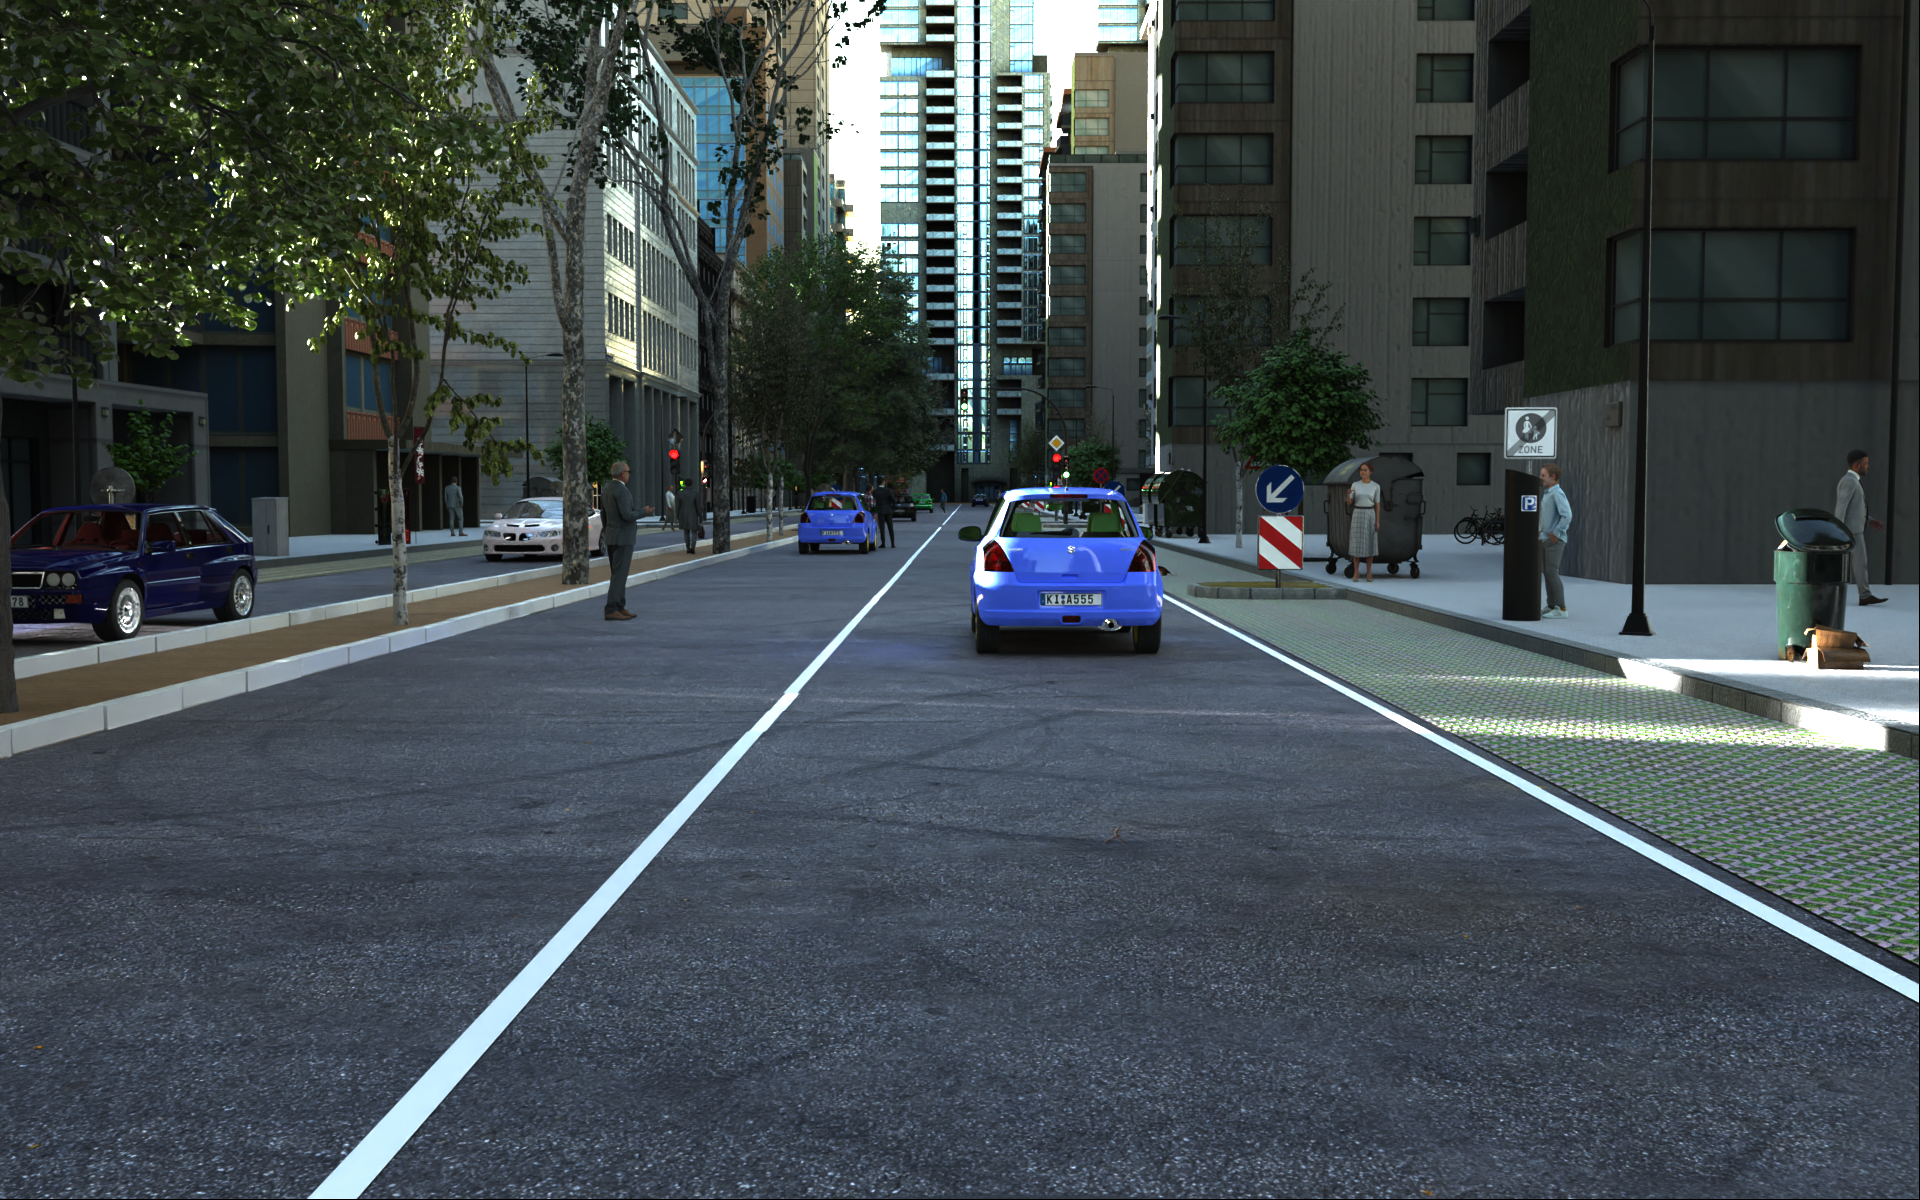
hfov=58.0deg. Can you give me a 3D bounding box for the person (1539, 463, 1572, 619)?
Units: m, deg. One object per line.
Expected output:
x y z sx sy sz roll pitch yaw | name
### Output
6.170 -0.625 18.074 0.330 1.601 0.589 1 4 10 | person

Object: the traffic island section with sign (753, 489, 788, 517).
-11.685 -6.010 106.899 1.989 1.847 2.006 0 4 0 | traffic island section with sign

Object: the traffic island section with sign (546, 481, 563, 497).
-12.009 -2.614 51.359 1.989 1.847 2.006 0 4 0 | traffic island section with sign

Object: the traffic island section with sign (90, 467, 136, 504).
-12.192 -0.965 24.405 1.989 1.847 2.006 0 4 0 | traffic island section with sign

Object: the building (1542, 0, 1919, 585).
16.523 -15.828 30.488 14.160 30.474 14.107 0 4 0 | building

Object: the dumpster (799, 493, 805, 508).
-13.893 -9.229 156.651 1.264 1.857 1.865 0 4 0 | dumpster

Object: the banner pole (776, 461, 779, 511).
-13.888 -8.721 132.603 0.401 3.779 0.863 0 4 4 | banner pole

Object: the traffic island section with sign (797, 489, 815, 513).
-11.516 -7.659 133.853 1.989 1.847 2.006 0 4 0 | traffic island section with sign

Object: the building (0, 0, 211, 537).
-28.496 -36.538 35.653 20.563 71.187 20.611 0 4 0 | building

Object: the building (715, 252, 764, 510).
-23.522 -18.429 143.111 13.314 21.916 24.055 0 4 0 | building

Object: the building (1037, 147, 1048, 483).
20.845 -34.295 215.341 22.147 44.769 28.867 0 4 0 | building

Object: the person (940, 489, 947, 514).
-1.146 -6.930 122.146 0.444 1.785 0.601 -1 4 -22 | person

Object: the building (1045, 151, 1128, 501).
14.348 -23.139 150.019 14.160 30.474 14.107 0 4 0 | building

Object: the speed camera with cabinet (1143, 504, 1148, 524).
8.918 -4.898 74.420 2.038 3.252 0.660 0 4 -5 | speed camera with cabinet

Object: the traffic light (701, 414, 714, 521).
-10.022 -6.576 82.185 4.771 5.953 1.251 0 4 0 | traffic light

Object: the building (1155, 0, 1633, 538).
13.772 -17.689 60.913 14.160 30.474 14.107 0 4 0 | building

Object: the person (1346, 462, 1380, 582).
5.880 -1.142 25.278 0.480 1.755 0.524 1 4 13 | person

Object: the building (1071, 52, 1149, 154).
17.415 -29.400 164.285 14.154 41.232 14.086 0 4 0 | building

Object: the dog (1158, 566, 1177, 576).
3.384 -0.614 30.232 0.748 0.427 0.550 3 5 44 | dog

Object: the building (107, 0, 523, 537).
-31.912 -24.624 57.222 28.867 44.769 22.147 0 4 0 | building

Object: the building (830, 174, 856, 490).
-30.530 -38.877 255.247 30.456 49.044 23.786 0 4 0 | building

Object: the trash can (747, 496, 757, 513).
-14.094 -6.443 116.994 0.748 1.137 0.748 0 3 0 | trash can

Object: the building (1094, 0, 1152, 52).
31.257 -57.476 252.398 31.000 86.520 22.319 0 4 0 | building

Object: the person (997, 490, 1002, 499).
3.510 -8.916 154.557 0.520 1.790 0.573 2 4 29 | person

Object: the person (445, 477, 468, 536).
-15.411 -2.857 52.853 0.635 1.810 0.391 0 4 6 | person

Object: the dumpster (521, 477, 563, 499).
-14.254 -3.285 59.475 1.264 1.857 1.865 0 4 0 | dumpster

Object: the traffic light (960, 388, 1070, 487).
2.406 -6.073 73.964 4.771 5.953 1.251 0 4 0 | traffic light

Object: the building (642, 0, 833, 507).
-27.367 -47.759 219.105 20.611 71.187 20.563 0 4 0 | building

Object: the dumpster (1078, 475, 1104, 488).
6.670 -5.205 87.588 1.502 2.255 1.985 0 4 0 | dumpster

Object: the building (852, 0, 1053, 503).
0.261 -57.520 253.126 31.000 86.520 22.319 0 4 0 | building

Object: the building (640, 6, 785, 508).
-24.344 -31.426 163.929 14.600 45.320 14.200 0 4 0 | building

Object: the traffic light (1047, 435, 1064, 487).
4.547 -5.698 82.077 0.839 4.253 0.868 0 4 0 | traffic light

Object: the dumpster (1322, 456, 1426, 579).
6.445 -1.297 26.957 1.264 1.857 1.865 0 4 0 | dumpster

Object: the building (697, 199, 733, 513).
-23.462 -17.941 123.018 12.332 23.373 15.834 0 4 0 | building

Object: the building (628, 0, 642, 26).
-26.950 -45.399 180.529 20.563 71.187 20.611 0 4 0 | building

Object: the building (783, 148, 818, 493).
-23.845 -31.517 198.901 14.154 41.232 14.086 0 4 0 | building

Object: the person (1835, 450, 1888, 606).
10.251 -0.836 19.981 0.850 1.792 0.678 2 4 24 | person

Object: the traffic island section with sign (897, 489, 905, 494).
-5.380 -9.108 157.052 2.006 1.907 1.989 0 4 0 | traffic island section with sign

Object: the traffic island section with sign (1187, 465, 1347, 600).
4.245 -0.959 24.314 1.989 1.847 2.006 0 4 0 | traffic island section with sign

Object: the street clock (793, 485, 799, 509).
-13.793 -8.653 146.045 0.358 2.002 0.471 3 5 45 | street clock

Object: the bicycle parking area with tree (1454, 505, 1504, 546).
16.875 -3.577 45.493 9.016 4.147 8.231 2 4 32 | bicycle parking area with tree

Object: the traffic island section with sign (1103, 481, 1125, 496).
4.407 -2.620 51.469 1.989 1.847 2.006 0 4 0 | traffic island section with sign

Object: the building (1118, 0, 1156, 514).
25.673 -26.068 118.086 32.217 40.220 23.993 0 4 0 | building

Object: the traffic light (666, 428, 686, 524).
-12.163 -5.215 74.178 0.839 4.253 0.868 0 4 0 | traffic light

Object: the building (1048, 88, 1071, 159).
21.469 -32.475 185.589 22.147 44.769 28.867 0 4 0 | building

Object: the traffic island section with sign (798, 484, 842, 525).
-5.885 -4.059 74.508 2.006 1.907 1.989 0 4 0 | traffic island section with sign

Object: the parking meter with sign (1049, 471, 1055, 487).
6.928 -8.207 130.437 0.543 3.016 1.738 1 4 11 | parking meter with sign

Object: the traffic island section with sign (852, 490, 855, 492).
-11.206 -10.729 184.053 1.989 1.847 2.006 0 4 0 | traffic island section with sign

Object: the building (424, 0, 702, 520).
-22.845 -19.728 100.043 11.434 29.767 29.804 0 4 0 | building

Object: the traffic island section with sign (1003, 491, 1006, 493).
5.387 -12.371 210.898 1.989 1.847 2.006 0 4 0 | traffic island section with sign

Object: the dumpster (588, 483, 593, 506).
-14.246 -3.532 63.506 1.264 1.857 1.865 0 4 0 | dumpster
